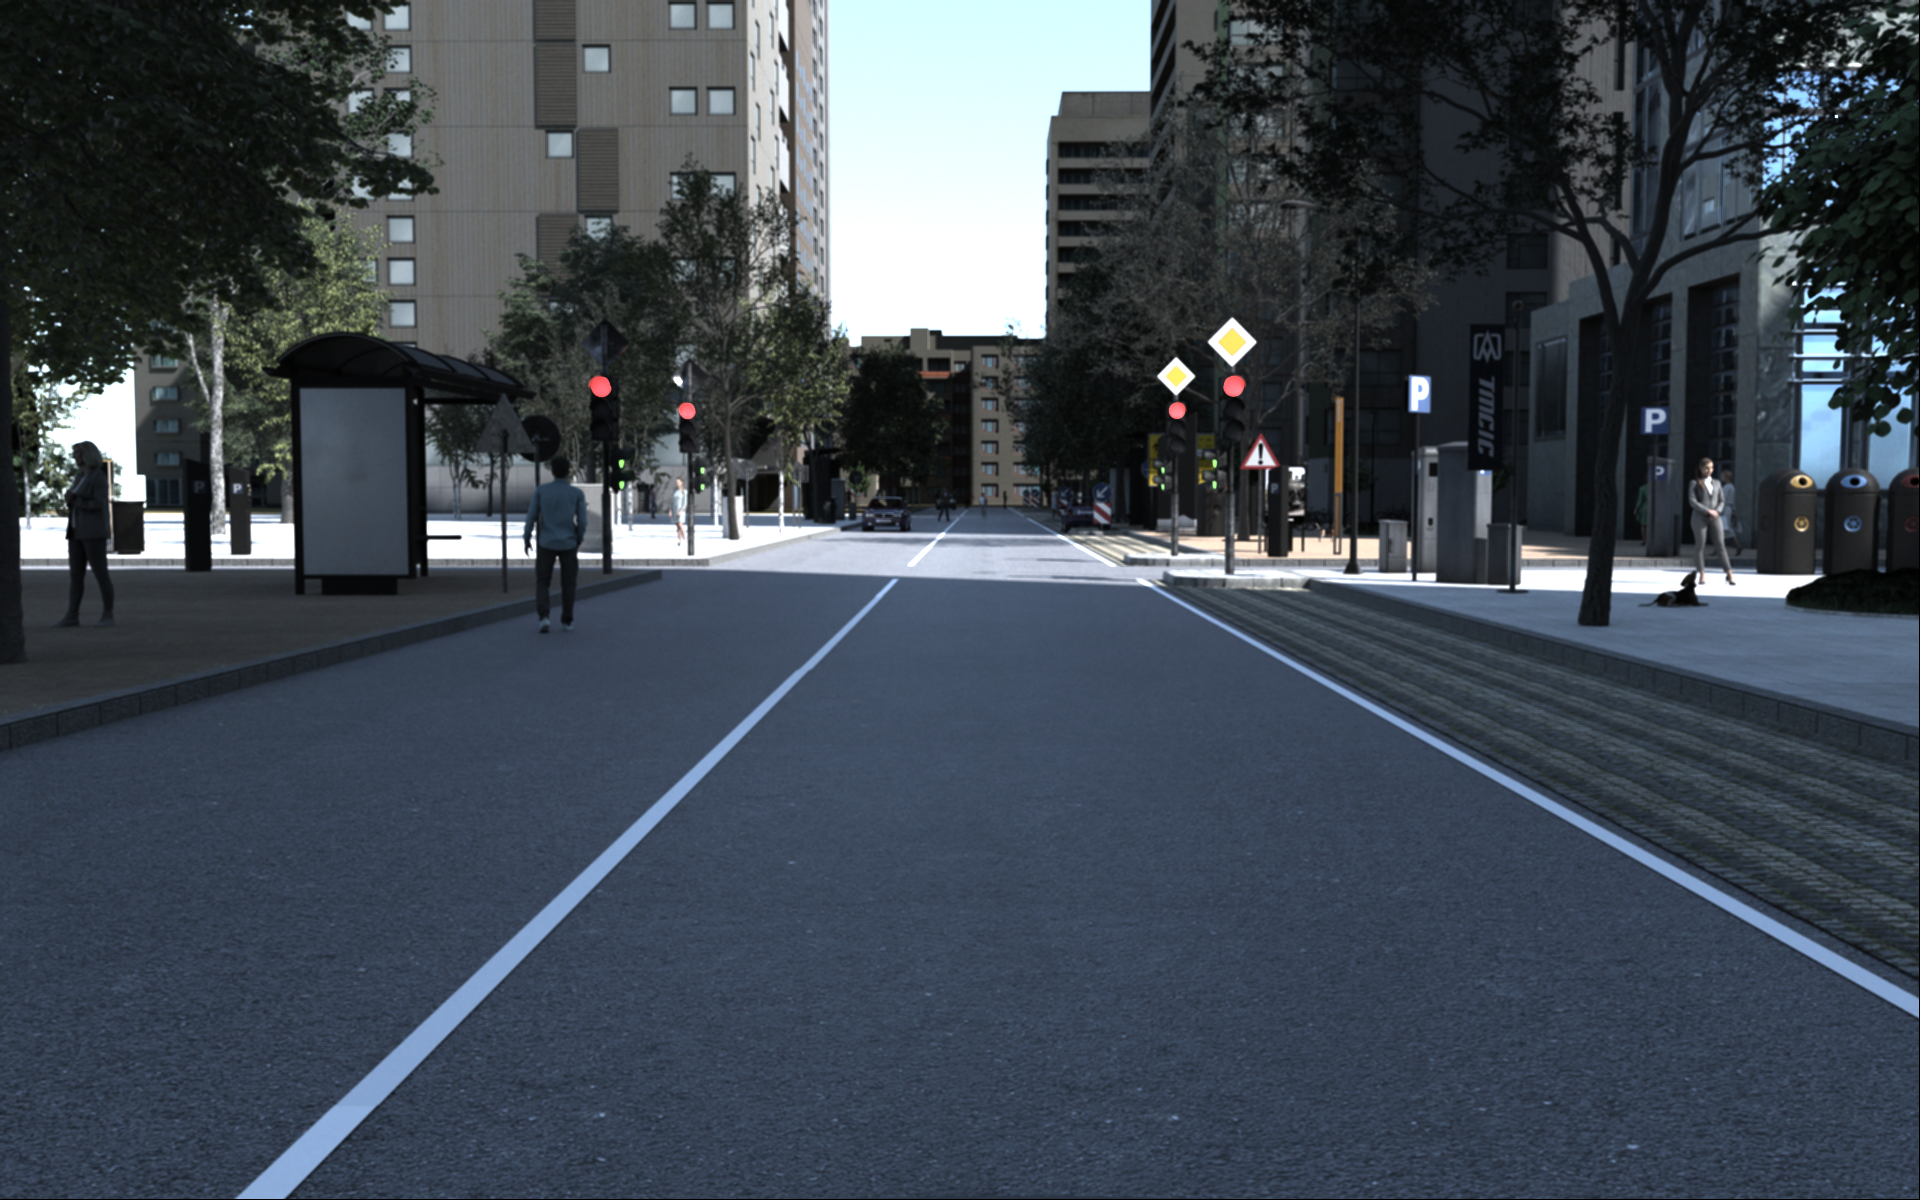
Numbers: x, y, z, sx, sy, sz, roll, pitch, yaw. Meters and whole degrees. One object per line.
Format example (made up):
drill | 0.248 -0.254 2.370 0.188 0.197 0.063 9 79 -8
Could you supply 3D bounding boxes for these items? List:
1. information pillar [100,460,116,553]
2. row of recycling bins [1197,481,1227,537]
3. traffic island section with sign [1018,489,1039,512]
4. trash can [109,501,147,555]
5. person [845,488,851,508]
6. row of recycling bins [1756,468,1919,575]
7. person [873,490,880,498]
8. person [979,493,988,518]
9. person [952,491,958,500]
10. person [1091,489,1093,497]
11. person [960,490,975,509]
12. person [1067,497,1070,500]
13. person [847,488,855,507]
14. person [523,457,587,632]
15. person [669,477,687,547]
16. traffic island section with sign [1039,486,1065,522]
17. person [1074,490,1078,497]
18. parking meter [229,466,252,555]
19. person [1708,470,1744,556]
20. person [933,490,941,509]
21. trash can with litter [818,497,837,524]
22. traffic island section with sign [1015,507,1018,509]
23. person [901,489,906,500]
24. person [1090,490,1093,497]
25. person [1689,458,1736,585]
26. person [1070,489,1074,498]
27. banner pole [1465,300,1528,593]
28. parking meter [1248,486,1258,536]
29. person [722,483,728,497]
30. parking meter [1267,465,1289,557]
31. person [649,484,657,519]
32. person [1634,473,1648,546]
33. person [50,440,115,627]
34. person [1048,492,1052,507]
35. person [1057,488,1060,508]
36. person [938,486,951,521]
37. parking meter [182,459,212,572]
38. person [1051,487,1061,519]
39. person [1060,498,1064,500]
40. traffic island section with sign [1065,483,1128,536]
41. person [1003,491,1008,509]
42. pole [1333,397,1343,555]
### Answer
information pillar | -18.498 -2.019 37.499 0.304 2.012 0.304 -1 4 -11
row of recycling bins | 7.835 -2.827 53.340 1.069 1.692 3.534 1 4 14
traffic island section with sign | 5.841 -7.886 137.559 1.989 1.847 2.006 0 4 1
trash can | -17.630 -1.533 36.719 0.748 1.137 0.748 0 3 0
person | -10.755 -9.538 161.983 1.348 1.824 0.705 3 4 38
row of recycling bins | 14.462 -1.228 27.190 3.534 1.692 1.069 2 4 24
person | -8.568 -10.539 179.037 0.721 1.739 1.217 -3 4 -37
person | 1.419 -5.655 103.553 0.503 1.515 0.523 -1 4 -22
person | -0.611 -9.524 164.755 0.617 1.759 0.750 1 4 20
person | 13.436 -10.396 176.161 1.348 1.807 0.705 2 4 34
person | 0.718 -9.432 162.643 1.348 1.831 0.705 0 4 3
person | 10.007 -9.413 161.416 0.415 1.643 0.593 -1 4 -23
person | -10.713 -9.856 167.144 1.348 1.831 0.705 -1 4 -17
person | -4.216 -0.582 18.042 0.660 1.820 0.620 -1 4 -13
person | -6.868 -2.165 42.439 0.512 1.701 0.522 2 4 26
traffic island section with sign | 5.172 -4.855 88.013 1.989 1.847 2.006 0 4 1
person | 12.393 -10.934 185.541 0.721 1.735 1.217 -2 4 -23
parking meter | -15.123 -1.878 36.421 0.399 1.863 0.255 0 4 -3
person | 15.921 -1.807 35.946 0.694 1.780 0.624 -3 4 -37
person | -2.011 -9.703 166.773 1.348 1.869 0.705 0 4 6
trash can with litter | -5.779 -3.880 74.826 0.624 1.170 1.055 -3 5 -42
traffic island section with sign | 6.210 -9.565 165.022 1.989 1.847 2.006 0 4 1
person | -5.576 -9.895 168.267 0.683 1.767 0.568 1 4 13
person | 12.997 -10.128 172.455 1.217 1.723 0.721 0 4 8
person | 10.640 -1.111 24.489 0.520 1.790 0.573 -1 4 -19
person | 11.306 -10.422 176.314 0.599 1.838 0.709 1 4 11
banner pole | 6.980 -1.986 22.481 0.863 3.779 0.401 0 4 -4
parking meter | 8.975 -2.750 53.374 0.372 1.533 0.369 0 3 0
person | -13.627 -5.871 101.395 0.648 1.900 0.474 0 4 -8
parking meter | 6.464 -1.805 35.227 0.255 1.863 0.399 -3 5 -40
person | -16.074 -5.181 90.760 0.388 1.821 0.555 -2 4 -29
person | 16.788 -2.198 42.229 0.600 1.795 0.529 0 4 3
person | -8.425 -0.639 16.668 0.537 1.800 0.526 3 5 42
person | 9.088 -10.291 174.318 0.705 1.822 1.348 1 4 17
person | 9.050 -9.392 159.746 0.705 1.807 1.348 1 4 16
person | -0.851 -5.089 91.614 0.836 1.842 0.656 3 5 40
parking meter | -12.634 -1.407 28.717 0.399 1.863 0.255 -3 5 -43
person | 4.966 -4.948 89.491 0.778 1.811 0.616 0 4 5
person | 8.582 -8.496 145.619 0.621 1.740 0.551 2 4 28
traffic island section with sign | 4.792 -3.162 60.330 1.989 1.847 2.006 0 4 1
person | 4.462 -9.758 168.765 0.721 1.735 1.217 -1 4 -14
pole | 8.006 -2.617 36.632 0.158 3.312 0.155 0 3 0
